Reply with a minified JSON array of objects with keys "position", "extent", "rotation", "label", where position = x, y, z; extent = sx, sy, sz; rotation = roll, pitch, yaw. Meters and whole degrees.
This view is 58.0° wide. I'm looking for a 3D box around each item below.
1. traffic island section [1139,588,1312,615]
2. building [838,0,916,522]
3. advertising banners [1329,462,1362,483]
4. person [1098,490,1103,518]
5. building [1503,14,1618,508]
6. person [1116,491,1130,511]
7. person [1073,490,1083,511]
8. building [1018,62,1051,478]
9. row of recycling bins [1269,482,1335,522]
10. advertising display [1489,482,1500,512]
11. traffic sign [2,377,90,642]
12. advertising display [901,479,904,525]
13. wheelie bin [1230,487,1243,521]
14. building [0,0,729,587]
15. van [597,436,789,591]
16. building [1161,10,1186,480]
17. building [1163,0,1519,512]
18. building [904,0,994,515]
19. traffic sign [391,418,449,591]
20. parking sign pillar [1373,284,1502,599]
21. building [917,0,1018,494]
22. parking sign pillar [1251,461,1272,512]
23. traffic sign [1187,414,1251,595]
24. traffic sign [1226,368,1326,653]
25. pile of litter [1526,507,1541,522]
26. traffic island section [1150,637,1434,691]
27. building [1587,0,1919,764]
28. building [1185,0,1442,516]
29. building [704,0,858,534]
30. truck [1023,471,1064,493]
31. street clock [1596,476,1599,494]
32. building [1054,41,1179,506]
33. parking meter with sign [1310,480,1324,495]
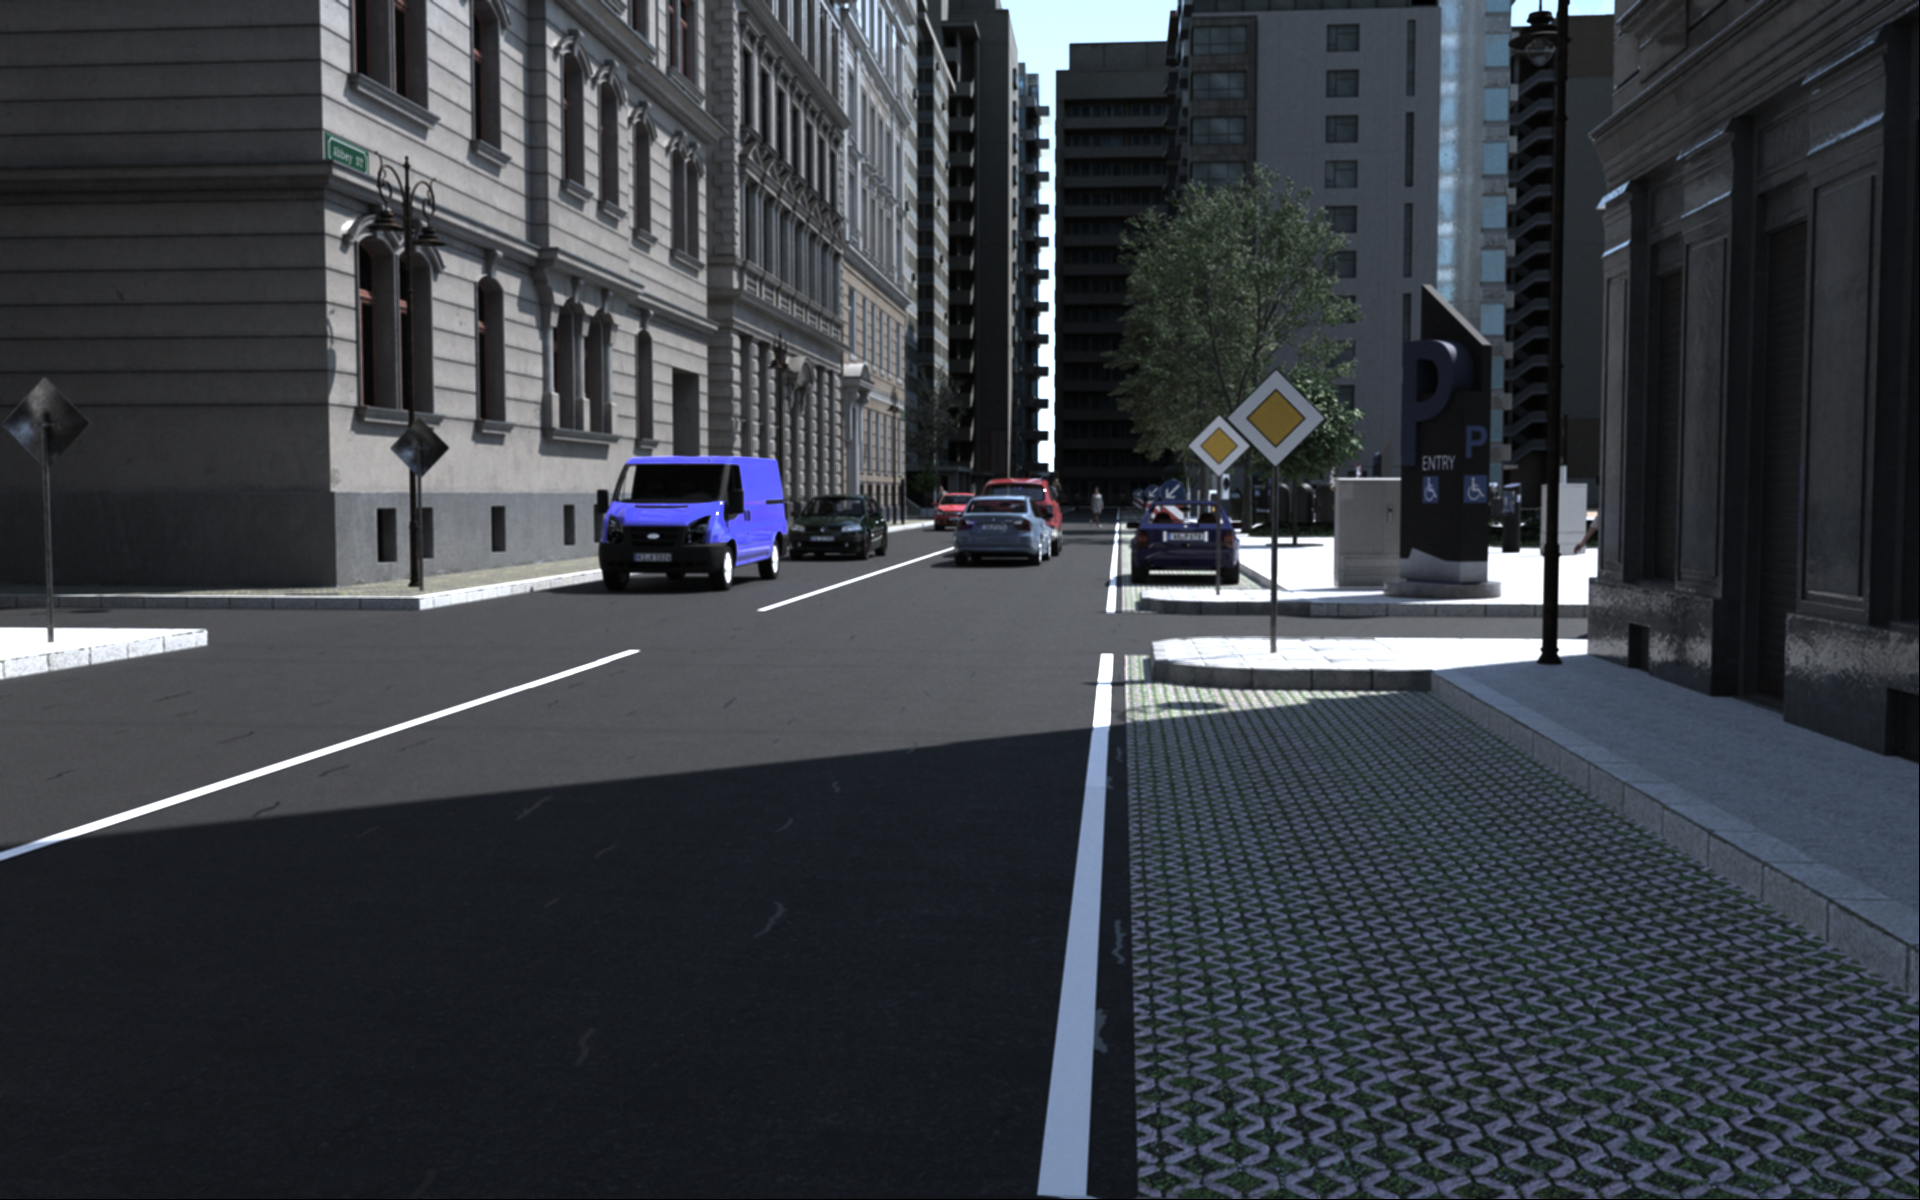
[{"position":[3.291,0.019,21.976],"extent":[2.009,0.180,2.903],"rotation":[0,4,5],"label":"traffic island section"},{"position":[-9.729,-17.773,76.495],"extent":[13.634,28.700,20.117],"rotation":[0,4,5],"label":"building"},{"position":[19.449,-5.540,86.774],"extent":[2.074,3.025,0.090],"rotation":[1,4,10],"label":"advertising banners"},{"position":[8.406,-5.849,105.058],"extent":[0.541,1.710,0.530],"rotation":[-1,4,-18],"label":"person"},{"position":[55.888,-31.225,160.647],"extent":[14.200,45.320,14.600],"rotation":[0,4,5],"label":"building"},{"position":[13.980,-8.522,148.538],"extent":[1.217,1.736,0.721],"rotation":[1,4,9],"label":"person"},{"position":[9.827,-8.248,144.071],"extent":[0.721,1.736,1.217],"rotation":[-3,5,-39],"label":"person"},{"position":[-5.117,-35.085,193.246],"extent":[30.456,49.044,23.786],"rotation":[0,4,5],"label":"building"},{"position":[13.273,-3.518,64.629],"extent":[3.534,1.692,1.069],"rotation":[2,4,24],"label":"row of recycling bins"},{"position":[27.716,-5.217,90.513],"extent":[0.123,1.923,0.974],"rotation":[-3,5,-43],"label":"advertising display"},{"position":[-7.866,-0.690,14.928],"extent":[0.795,2.450,0.064],"rotation":[0,4,5],"label":"traffic sign"},{"position":[-2.426,-4.169,73.385],"extent":[0.123,1.923,0.974],"rotation":[0,4,-3],"label":"advertising display"},{"position":[13.255,-4.589,82.934],"extent":[0.693,1.594,0.980],"rotation":[0,4,2],"label":"wheelie bin"},{"position":[-13.736,-15.118,34.562],"extent":[14.401,28.519,23.554],"rotation":[0,4,5],"label":"building"},{"position":[-4.175,-1.416,27.544],"extent":[2.240,2.365,5.245],"rotation":[0,4,6],"label":"van"},{"position":[29.503,-30.689,156.388],"extent":[22.147,44.769,28.867],"rotation":[0,4,5],"label":"building"},{"position":[27.164,-31.017,126.741],"extent":[23.786,49.044,30.456],"rotation":[0,4,5],"label":"building"},{"position":[-13.727,-27.205,136.676],"extent":[32.217,40.220,23.993],"rotation":[0,4,5],"label":"building"},{"position":[-7.131,-1.177,22.879],"extent":[0.795,2.450,0.064],"rotation":[0,4,5],"label":"traffic sign"},{"position":[6.084,-2.034,21.733],"extent":[1.447,3.967,1.447],"rotation":[-1,4,-19],"label":"parking sign pillar"},{"position":[-5.652,-32.976,162.864],"extent":[21.600,48.544,21.300],"rotation":[0,4,5],"label":"building"},{"position":[16.037,-6.388,92.908],"extent":[1.447,3.967,1.447],"rotation":[2,4,35],"label":"parking sign pillar"},{"position":[3.267,-1.117,21.901],"extent":[0.795,2.450,0.064],"rotation":[0,4,5],"label":"traffic sign"},{"position":[2.532,-0.630,13.950],"extent":[0.795,2.450,0.064],"rotation":[0,4,5],"label":"traffic sign"},{"position":[20.968,-2.936,61.963],"extent":[1.719,0.858,1.176],"rotation":[0,4,3],"label":"pile of litter"},{"position":[2.556,0.505,14.025],"extent":[2.009,0.180,2.903],"rotation":[0,4,5],"label":"traffic island section"},{"position":[8.872,-9.468,3.946],"extent":[9.793,20.994,18.267],"rotation":[0,4,5],"label":"building"},{"position":[20.734,-20.381,104.939],"extent":[14.160,30.474,14.107],"rotation":[0,4,5],"label":"building"},{"position":[-10.101,-13.929,56.613],"extent":[11.050,23.489,19.941],"rotation":[0,4,5],"label":"building"},{"position":[7.299,-9.435,150.179],"extent":[3.469,3.379,9.791],"rotation":[0,4,3],"label":"truck"},{"position":[23.049,-3.519,62.100],"extent":[0.471,2.002,0.358],"rotation":[2,4,25],"label":"street clock"},{"position":[21.297,-34.618,189.701],"extent":[21.600,48.544,21.300],"rotation":[0,4,5],"label":"building"},{"position":[19.694,-6.078,95.632],"extent":[1.738,3.016,0.543],"rotation":[2,4,28],"label":"parking meter with sign"}]
